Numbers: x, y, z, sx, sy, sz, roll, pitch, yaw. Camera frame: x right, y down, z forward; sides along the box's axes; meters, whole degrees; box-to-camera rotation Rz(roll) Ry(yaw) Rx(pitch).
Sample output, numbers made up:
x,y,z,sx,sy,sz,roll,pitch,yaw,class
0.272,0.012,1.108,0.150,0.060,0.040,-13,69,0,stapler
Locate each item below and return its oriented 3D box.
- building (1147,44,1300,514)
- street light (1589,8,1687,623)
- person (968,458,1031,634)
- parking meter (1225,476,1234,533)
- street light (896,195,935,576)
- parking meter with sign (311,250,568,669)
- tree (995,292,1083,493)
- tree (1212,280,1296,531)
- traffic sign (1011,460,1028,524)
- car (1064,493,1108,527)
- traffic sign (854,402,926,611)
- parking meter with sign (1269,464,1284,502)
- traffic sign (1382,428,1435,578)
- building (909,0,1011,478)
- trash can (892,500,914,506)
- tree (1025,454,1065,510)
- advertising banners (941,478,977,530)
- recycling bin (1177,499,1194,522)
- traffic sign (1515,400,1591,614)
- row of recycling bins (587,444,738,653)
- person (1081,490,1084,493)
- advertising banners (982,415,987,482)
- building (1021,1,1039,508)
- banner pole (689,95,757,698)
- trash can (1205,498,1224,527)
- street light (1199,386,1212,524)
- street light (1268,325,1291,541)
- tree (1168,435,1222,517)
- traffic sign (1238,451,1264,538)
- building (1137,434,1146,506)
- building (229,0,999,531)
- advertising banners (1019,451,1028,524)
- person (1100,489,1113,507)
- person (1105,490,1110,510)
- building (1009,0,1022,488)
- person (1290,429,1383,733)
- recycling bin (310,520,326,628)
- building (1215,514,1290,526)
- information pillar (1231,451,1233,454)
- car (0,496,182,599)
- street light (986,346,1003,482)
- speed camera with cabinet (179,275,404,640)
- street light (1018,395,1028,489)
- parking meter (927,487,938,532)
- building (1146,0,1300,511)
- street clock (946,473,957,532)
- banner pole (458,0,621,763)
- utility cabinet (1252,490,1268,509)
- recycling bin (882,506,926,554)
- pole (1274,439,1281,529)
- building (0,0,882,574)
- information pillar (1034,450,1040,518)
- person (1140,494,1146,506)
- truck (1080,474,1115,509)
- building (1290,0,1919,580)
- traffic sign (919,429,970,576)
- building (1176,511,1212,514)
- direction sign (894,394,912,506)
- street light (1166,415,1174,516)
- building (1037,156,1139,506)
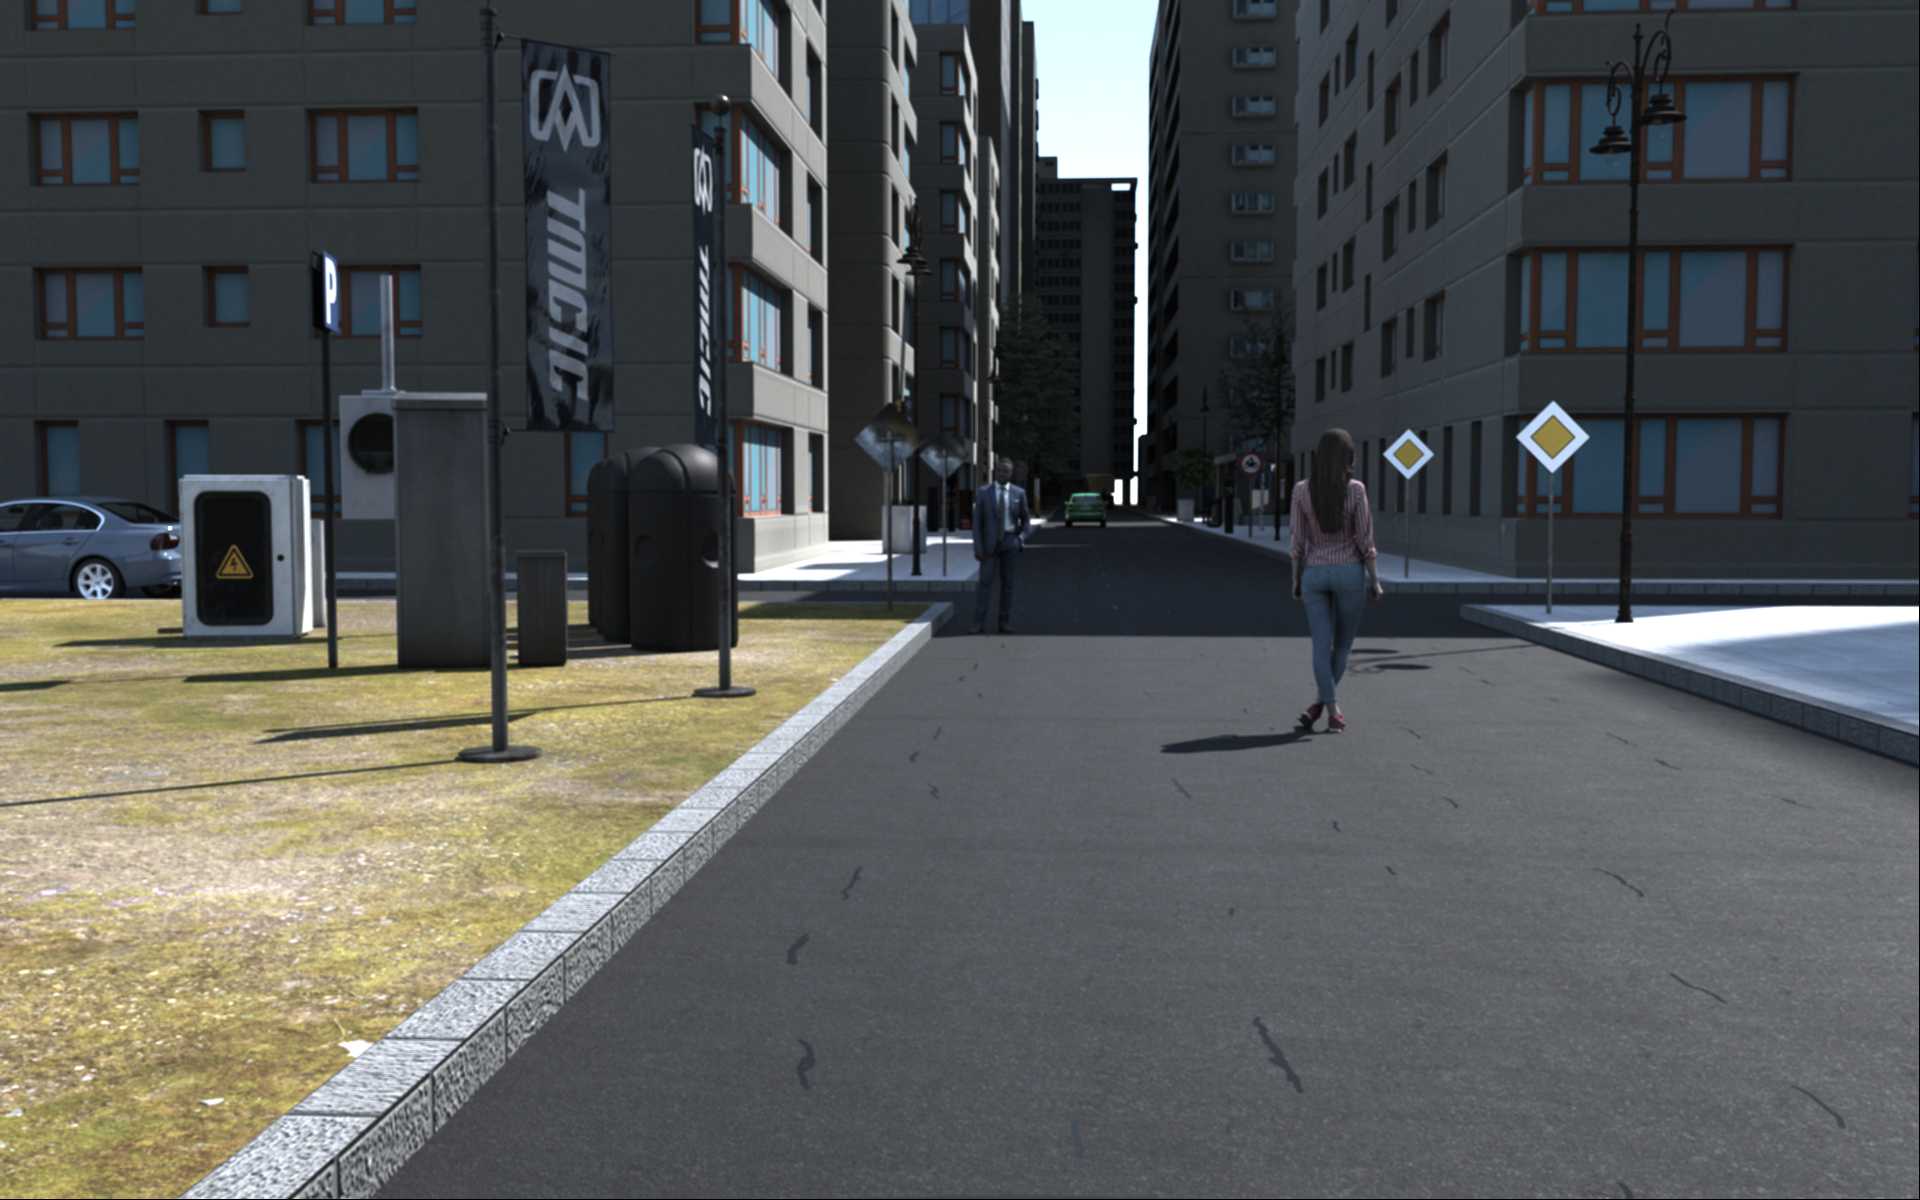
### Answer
x,y,z,sx,sy,sz,roll,pitch,yaw,class
31.836,-27.494,141.412,32.217,40.220,23.993,0,4,4,building
6.650,-2.714,17.154,0.468,5.910,1.993,0,4,4,street light
0.391,-0.567,17.951,0.721,1.800,0.419,-1,4,-15,person
8.784,-3.107,56.503,0.255,1.863,0.399,1,4,14,parking meter
-0.688,-3.326,27.163,0.468,5.910,1.993,0,4,4,street light
-3.817,-1.014,12.845,1.738,3.016,0.543,-1,4,-10,parking meter with sign
3.125,-10.996,97.914,7.486,12.596,7.792,0,3,0,tree
10.595,-6.736,60.492,4.360,8.622,3.978,0,3,0,tree
2.185,-3.985,65.259,0.768,2.556,0.104,1,4,13,traffic sign
5.571,-4.143,76.540,1.959,1.807,4.718,0,4,5,car
-0.769,-0.939,18.994,0.795,2.450,0.064,0,4,4,traffic sign
17.049,-5.778,90.729,0.543,3.016,1.738,-3,5,-44,parking meter with sign
6.837,-1.396,26.474,0.795,2.450,0.064,0,4,4,traffic sign
-4.012,-28.067,109.010,14.600,45.320,14.200,0,4,4,building
-1.500,-1.989,44.179,0.748,1.137,0.748,0,3,0,trash can
7.521,-10.237,151.083,4.285,4.588,4.351,0,3,0,tree
0.244,-3.997,61.540,2.074,3.025,0.090,0,4,-1,advertising banners
10.561,-4.194,81.121,0.722,1.027,0.722,0,4,-2,recycling bin
6.309,-0.909,18.506,0.795,2.450,0.064,0,4,4,traffic sign
-2.783,-0.521,15.638,1.069,1.692,3.534,-1,4,-19,row of recycling bins
8.583,-6.858,121.562,0.756,1.711,0.436,-2,4,-31,person
0.699,-2.643,39.401,0.090,3.025,2.074,1,4,11,advertising banners
-3.333,-33.203,166.572,21.600,48.544,21.300,0,4,4,building
-1.536,-1.268,10.746,0.401,3.779,0.863,0,4,8,banner pole
9.804,-3.371,66.765,0.748,1.137,0.748,0,3,0,trash can
10.460,-6.198,74.128,0.468,5.910,1.993,0,4,4,street light
8.757,-4.577,47.616,0.468,5.910,1.993,0,4,4,street light
13.089,-6.880,96.200,4.285,4.588,4.351,0,3,0,tree
8.557,-3.111,50.973,0.768,2.556,0.104,0,4,5,traffic sign
35.687,-53.872,193.483,31.000,86.520,22.319,0,4,4,building
-12.680,-14.325,79.247,27.650,21.520,28.899,0,4,4,building
2.618,-4.582,71.106,0.090,3.025,2.074,0,4,-6,advertising banners
10.071,-6.902,121.371,1.348,1.821,0.705,-1,4,-23,person
13.133,-8.974,155.094,0.709,1.838,0.599,2,4,29,person
-2.868,-26.888,123.206,14.154,41.232,14.086,0,4,4,building
2.270,-0.119,10.448,0.555,1.821,0.388,1,4,10,person
-6.569,-0.259,16.791,0.722,1.027,0.722,-2,4,-25,recycling bin
27.843,-23.432,75.002,32.217,40.220,23.993,0,4,4,building
14.857,-6.251,93.552,0.504,3.616,0.183,1,4,12,information pillar
-12.204,-0.673,23.009,4.499,1.417,2.014,0,4,5,car
1.085,-4.992,54.412,0.468,5.910,1.993,0,4,4,street light
-5.851,-1.294,15.496,2.038,3.252,0.660,0,4,-7,speed camera with cabinet
2.966,-6.623,81.081,0.468,5.910,1.993,0,4,4,street light
-0.916,-3.075,58.686,0.372,1.533,0.369,0,3,0,parking meter
28.914,-33.055,164.154,21.300,48.544,21.600,0,4,4,building
-0.286,-3.318,58.813,0.358,2.002,0.471,1,4,18,street clock
-2.058,-1.129,8.476,0.863,3.779,0.401,-3,4,-37,banner pole
15.501,-5.001,90.444,1.173,1.500,0.318,-1,4,-18,utility cabinet
-1.202,-1.521,37.415,0.722,1.027,0.722,2,4,33,recycling bin
11.739,-4.289,63.972,0.158,3.312,0.155,0,3,0,pole
-16.151,-12.081,42.566,27.650,21.520,28.899,0,4,4,building
4.097,-6.168,92.202,0.183,3.616,0.504,-1,4,-22,information pillar
19.408,-10.444,182.517,1.065,1.426,0.557,-2,4,-32,person
13.374,-10.433,166.503,3.469,3.379,9.791,0,4,2,truck
23.756,-11.828,38.427,28.899,21.520,27.650,0,4,4,building
-0.240,-1.426,26.962,0.795,2.450,0.064,0,4,4,traffic sign
25.143,-30.264,118.521,21.300,48.544,21.600,0,4,4,building
-1.313,-2.921,39.760,0.379,3.537,0.876,2,4,24,direction sign
12.262,-7.844,101.038,0.468,5.910,1.993,0,4,4,street light
8.596,-31.194,201.908,23.993,40.220,32.217,0,4,4,building
